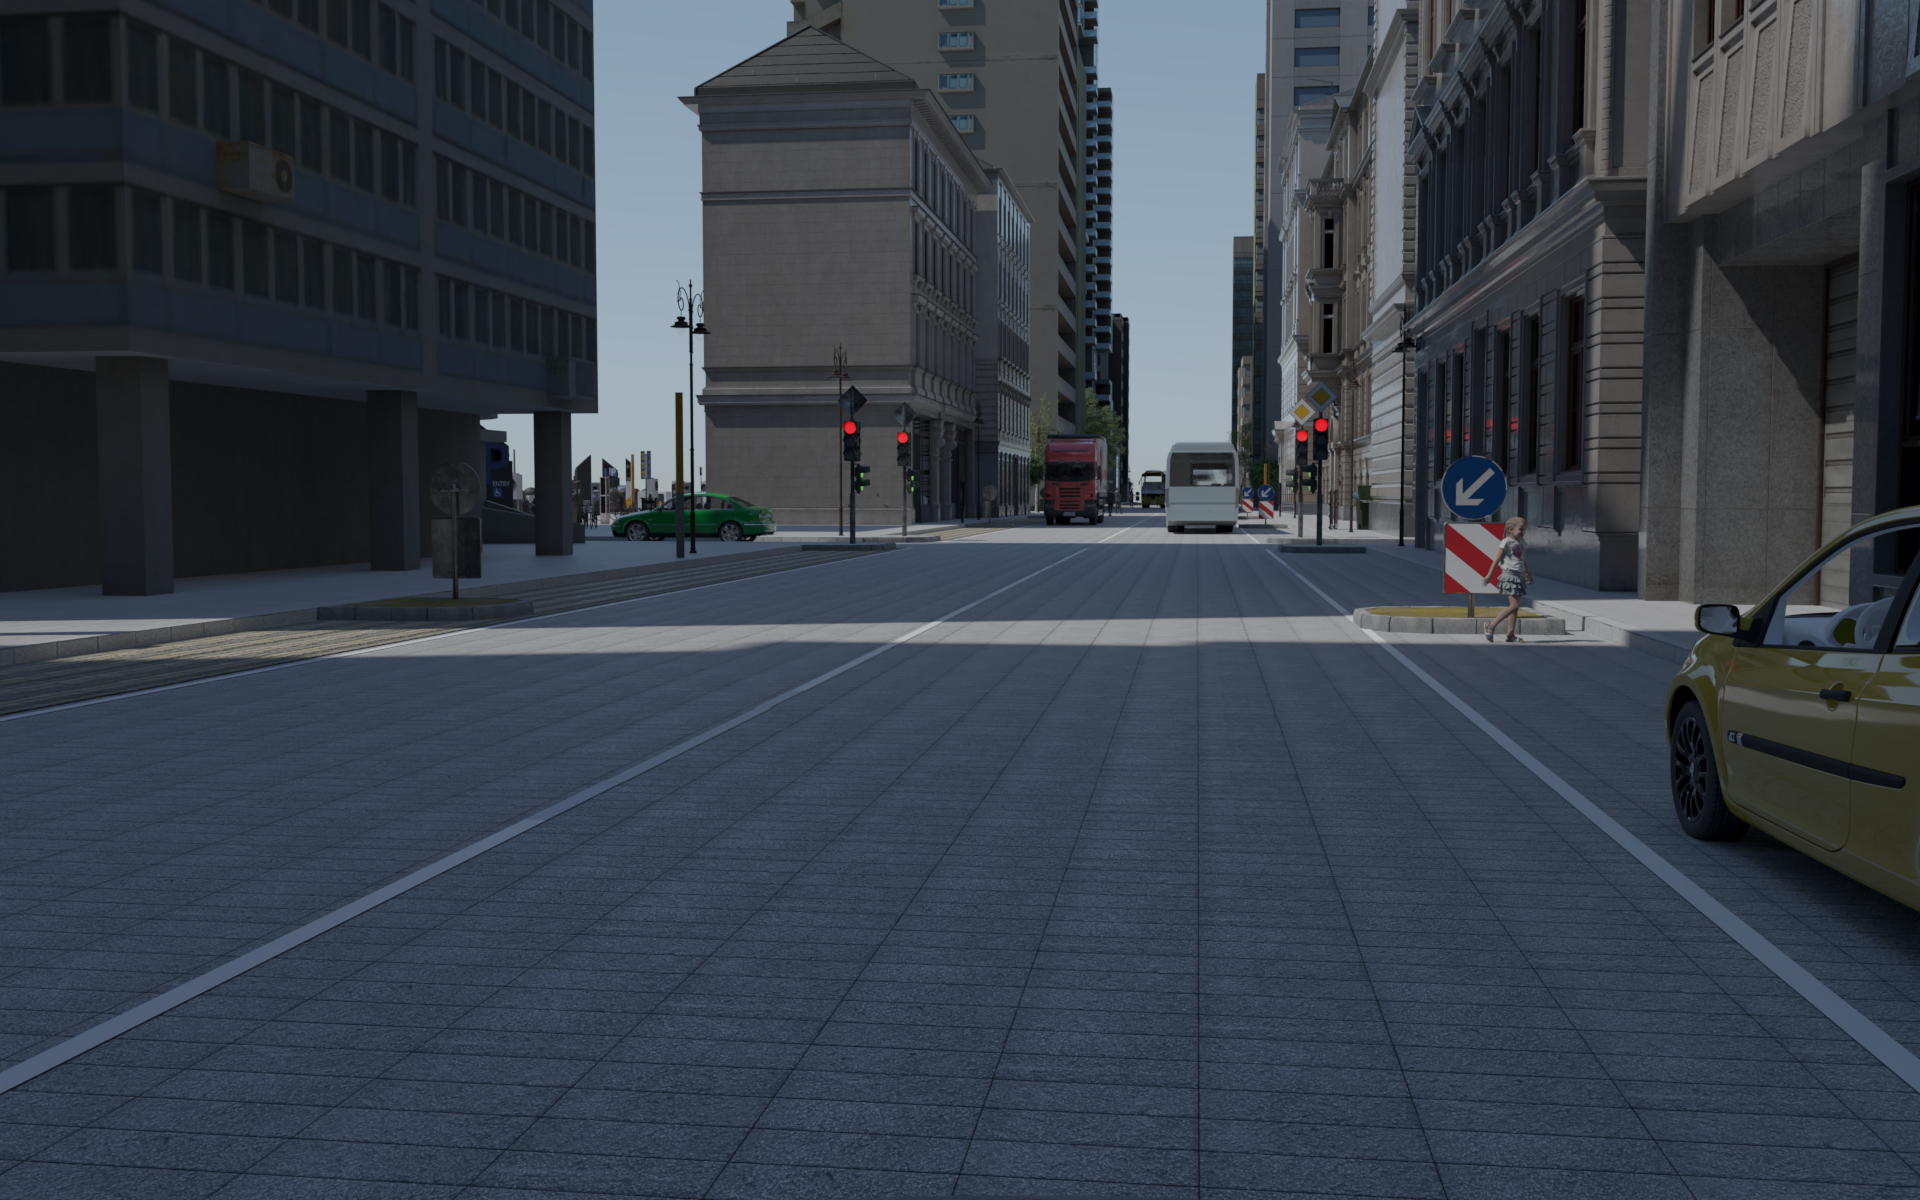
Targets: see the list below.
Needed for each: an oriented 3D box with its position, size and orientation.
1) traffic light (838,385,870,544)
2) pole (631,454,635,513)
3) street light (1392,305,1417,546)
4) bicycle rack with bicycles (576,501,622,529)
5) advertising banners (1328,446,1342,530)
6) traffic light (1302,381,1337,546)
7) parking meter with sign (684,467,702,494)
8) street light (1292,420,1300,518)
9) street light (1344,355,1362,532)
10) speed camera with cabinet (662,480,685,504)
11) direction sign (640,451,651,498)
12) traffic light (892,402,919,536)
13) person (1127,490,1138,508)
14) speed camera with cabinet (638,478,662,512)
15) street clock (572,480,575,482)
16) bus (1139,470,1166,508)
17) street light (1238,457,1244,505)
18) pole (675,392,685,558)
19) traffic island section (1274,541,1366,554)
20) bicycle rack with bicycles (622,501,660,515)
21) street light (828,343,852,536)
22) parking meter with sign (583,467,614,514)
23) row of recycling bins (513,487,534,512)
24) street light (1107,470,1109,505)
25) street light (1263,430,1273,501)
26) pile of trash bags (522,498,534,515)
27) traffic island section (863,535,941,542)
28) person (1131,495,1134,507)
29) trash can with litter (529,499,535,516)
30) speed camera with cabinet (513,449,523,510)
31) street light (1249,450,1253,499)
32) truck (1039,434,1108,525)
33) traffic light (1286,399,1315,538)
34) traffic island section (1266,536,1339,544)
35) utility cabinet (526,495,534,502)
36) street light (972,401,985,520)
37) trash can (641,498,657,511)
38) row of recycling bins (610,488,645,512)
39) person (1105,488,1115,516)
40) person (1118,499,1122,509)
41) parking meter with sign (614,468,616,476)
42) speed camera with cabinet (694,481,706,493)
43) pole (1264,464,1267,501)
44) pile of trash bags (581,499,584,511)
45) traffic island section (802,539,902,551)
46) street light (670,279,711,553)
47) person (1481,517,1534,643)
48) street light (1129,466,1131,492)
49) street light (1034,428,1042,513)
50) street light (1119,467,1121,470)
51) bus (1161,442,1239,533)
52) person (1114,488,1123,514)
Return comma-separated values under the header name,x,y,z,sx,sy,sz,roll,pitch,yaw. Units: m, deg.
name,x,y,z,sx,sy,sz,roll,pitch,yaw
traffic light,-2.759,-3.411,44.690,0.839,4.253,0.868,0,4,8
pole,-16.737,-5.796,88.600,0.158,3.312,0.155,0,3,0
street light,10.856,-4.259,42.422,0.468,5.910,1.993,0,4,8
bicycle rack with bicycles,-14.560,-3.157,65.000,2.852,0.926,2.925,0,4,4
advertising banners,13.669,-4.085,62.973,0.090,3.025,2.074,2,4,24
traffic light,8.945,-3.314,43.106,0.839,4.253,0.868,0,4,8
parking meter with sign,-17.444,-7.029,111.191,1.738,3.016,0.543,0,4,1
street light,17.632,-7.231,91.013,0.468,5.910,1.993,0,4,8
street light,13.103,-5.202,57.848,0.468,5.910,1.993,0,4,8
speed camera with cabinet,-19.054,-7.295,113.611,2.038,3.252,0.660,2,4,25
direction sign,-16.455,-6.041,90.770,0.876,3.537,0.379,3,5,44
traffic light,-1.673,-3.895,52.601,0.839,4.253,0.868,0,4,8
person,17.939,-10.529,180.654,1.348,1.824,0.705,2,4,34
speed camera with cabinet,-17.301,-6.226,96.131,0.660,3.252,2.038,0,4,7
street clock,-23.949,-6.341,108.242,0.471,2.002,0.358,-1,4,-12
bus,20.158,-11.496,179.503,2.896,3.916,12.252,0,4,8
street light,32.580,-13.921,200.390,0.468,5.910,1.993,0,4,8
pole,-5.630,-2.503,34.771,0.158,3.312,0.155,0,3,0
traffic island section,8.983,-1.280,43.214,2.009,0.180,2.903,0,4,8
bicycle rack with bicycles,-16.280,-4.342,84.380,2.925,0.926,2.852,0,4,-8
street light,-3.660,-4.913,53.119,0.468,5.910,1.993,0,4,8
parking meter with sign,-23.652,-7.130,112.835,1.738,3.016,0.543,0,4,2
row of recycling bins,-26.643,-5.843,102.640,3.534,1.692,1.069,-3,4,-39
street light,18.152,-14.631,212.011,0.468,5.910,1.993,0,4,8
street light,22.279,-9.300,124.837,0.468,5.910,1.993,0,4,8
pile of trash bags,-21.933,-4.722,86.955,1.912,1.369,3.447,1,4,18
traffic island section,-1.711,-1.863,52.741,2.009,0.180,2.903,0,4,8
person,19.963,-11.649,199.749,0.721,1.735,1.217,0,4,-4
trash can with litter,-14.250,-2.926,59.235,0.624,1.170,1.055,1,4,11
speed camera with cabinet,-20.404,-5.029,76.564,2.038,3.252,0.660,1,4,13
street light,27.930,-11.842,166.401,0.468,5.910,1.993,0,4,8
truck,5.589,-5.765,83.177,2.839,4.237,11.283,0,4,7
traffic light,10.031,-3.798,51.017,0.839,4.253,0.868,0,4,8
traffic island section,10.069,-1.764,51.125,2.009,0.180,2.903,0,4,8
utility cabinet,-22.540,-4.941,91.949,0.306,1.237,1.020,3,4,37
street light,0.934,-6.939,86.245,0.468,5.910,1.993,0,4,8
trash can,-12.779,-3.640,71.161,0.748,1.137,0.748,0,3,0
row of recycling bins,-23.318,-7.042,122.250,3.534,1.692,1.069,-3,5,-40
person,9.800,-6.394,112.817,0.659,1.850,0.755,1,4,12
person,15.466,-9.566,168.169,0.557,1.426,1.065,3,4,36
parking meter with sign,-23.883,-7.339,116.247,1.738,3.016,0.543,2,4,33
speed camera with cabinet,-17.861,-7.637,119.207,2.038,3.252,0.660,3,5,43
pole,20.553,-7.506,116.563,0.158,3.312,0.155,0,3,0
pile of trash bags,-22.057,-5.339,97.047,1.912,1.369,3.447,-1,4,-17
traffic island section,-2.797,-1.379,44.830,2.009,0.180,2.903,0,4,8
street light,-5.799,-3.954,37.444,0.468,5.910,1.993,0,4,8
person,5.331,-0.199,16.772,0.505,1.210,0.382,-3,4,-38
street light,27.292,-18.710,278.691,0.468,5.910,1.993,0,4,8
street light,5.434,-8.973,119.497,0.468,5.910,1.993,0,4,8
street light,22.643,-16.658,245.150,0.468,5.910,1.993,0,4,8
bus,9.332,-4.454,67.680,2.948,3.499,13.247,0,4,7
person,11.392,-7.154,124.837,0.648,1.900,0.474,2,4,27
